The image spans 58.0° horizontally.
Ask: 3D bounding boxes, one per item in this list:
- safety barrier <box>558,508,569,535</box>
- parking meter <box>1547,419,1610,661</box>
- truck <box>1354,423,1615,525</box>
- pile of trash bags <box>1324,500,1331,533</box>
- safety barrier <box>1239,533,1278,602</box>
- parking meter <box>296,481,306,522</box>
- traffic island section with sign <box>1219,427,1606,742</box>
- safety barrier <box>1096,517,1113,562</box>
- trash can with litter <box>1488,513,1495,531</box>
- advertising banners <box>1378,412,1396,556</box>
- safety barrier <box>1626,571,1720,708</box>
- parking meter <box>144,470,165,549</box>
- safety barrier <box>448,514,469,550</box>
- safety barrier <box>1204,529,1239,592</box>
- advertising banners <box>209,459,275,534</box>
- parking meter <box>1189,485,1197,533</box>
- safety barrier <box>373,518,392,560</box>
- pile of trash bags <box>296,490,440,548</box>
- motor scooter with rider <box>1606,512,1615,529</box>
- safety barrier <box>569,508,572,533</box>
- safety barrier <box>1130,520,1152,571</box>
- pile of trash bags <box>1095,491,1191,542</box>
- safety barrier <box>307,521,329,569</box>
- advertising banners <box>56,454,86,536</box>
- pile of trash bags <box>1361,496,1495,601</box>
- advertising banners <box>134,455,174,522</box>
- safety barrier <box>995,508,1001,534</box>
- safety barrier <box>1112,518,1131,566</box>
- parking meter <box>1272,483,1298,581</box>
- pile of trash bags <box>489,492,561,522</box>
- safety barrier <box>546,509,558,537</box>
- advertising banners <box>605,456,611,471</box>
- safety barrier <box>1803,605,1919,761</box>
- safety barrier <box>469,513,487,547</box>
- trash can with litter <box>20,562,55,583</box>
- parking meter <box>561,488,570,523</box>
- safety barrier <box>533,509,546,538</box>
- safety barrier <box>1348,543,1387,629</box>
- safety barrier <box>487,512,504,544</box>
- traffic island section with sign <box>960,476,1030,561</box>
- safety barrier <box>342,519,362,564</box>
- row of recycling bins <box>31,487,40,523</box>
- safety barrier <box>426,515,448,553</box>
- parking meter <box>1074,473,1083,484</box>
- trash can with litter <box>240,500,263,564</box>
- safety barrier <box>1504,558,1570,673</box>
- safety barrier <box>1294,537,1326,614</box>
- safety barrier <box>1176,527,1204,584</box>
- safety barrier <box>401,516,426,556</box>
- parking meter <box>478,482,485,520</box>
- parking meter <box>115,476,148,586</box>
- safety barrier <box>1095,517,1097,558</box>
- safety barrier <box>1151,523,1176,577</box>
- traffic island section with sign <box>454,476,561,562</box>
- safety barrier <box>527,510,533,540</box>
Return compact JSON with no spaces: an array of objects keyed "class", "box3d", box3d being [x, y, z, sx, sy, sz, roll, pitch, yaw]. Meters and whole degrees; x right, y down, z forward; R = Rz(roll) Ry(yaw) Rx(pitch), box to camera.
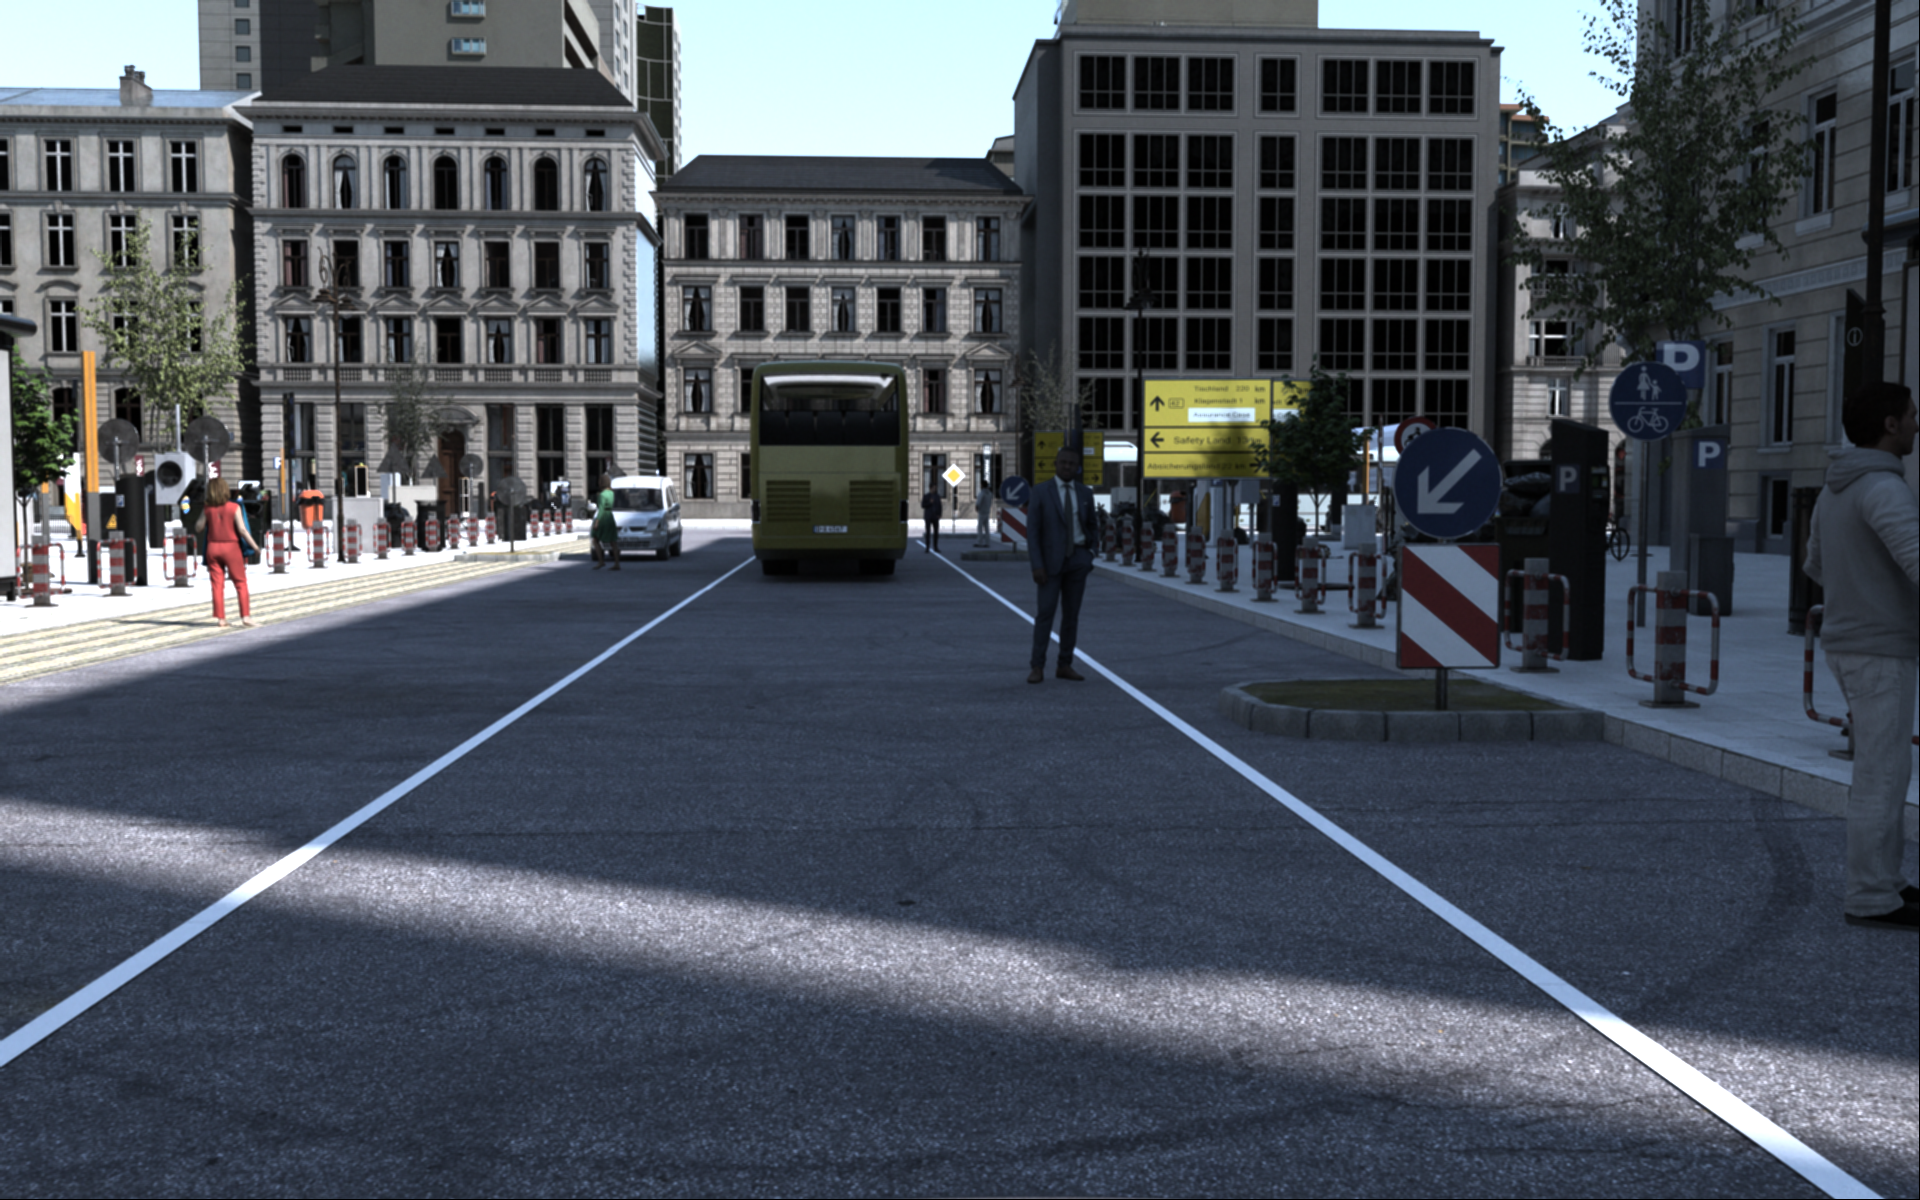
[{"class":"safety barrier","box3d":[-12.623,-2.456,54.437,0.300,0.817,1.120,0,4,-4]},{"class":"parking meter","box3d":[4.797,-0.472,13.429,0.255,1.863,0.399,-2,4,-32]},{"class":"truck","box3d":[22.535,-4.719,66.907,18.799,4.110,2.967,0,4,-2]},{"class":"pile of trash bags","box3d":[13.629,-2.894,57.066,3.447,1.369,1.912,2,4,25]},{"class":"safety barrier","box3d":[3.635,-0.390,20.660,0.300,0.817,1.120,0,4,-4]},{"class":"parking meter","box3d":[-30.286,-4.524,79.671,0.399,1.863,0.255,1,4,11]},{"class":"traffic island section with sign","box3d":[2.721,-0.144,10.984,1.989,1.847,2.006,0,4,-4]},{"class":"safety barrier","box3d":[2.860,-1.140,32.918,0.300,0.817,1.120,0,4,-4]},{"class":"trash can with litter","box3d":[9.646,-1.238,31.630,1.055,1.170,0.624,-1,4,-18]},{"class":"advertising banners","box3d":[8.993,-2.468,36.541,0.090,3.025,2.074,0,4,5]},{"class":"safety barrier","box3d":[4.282,0.235,10.435,0.300,0.817,1.120,0,4,-4]},{"class":"parking meter","box3d":[-19.020,-2.152,40.900,0.399,1.863,0.255,2,4,23]},{"class":"safety barrier","box3d":[-11.718,-1.581,40.120,0.300,0.817,1.120,0,4,-4]},{"class":"safety barrier","box3d":[3.502,-0.515,22.703,0.300,0.817,1.120,0,4,-4]},{"class":"advertising banners","box3d":[-22.702,-3.568,54.516,2.074,3.025,0.090,-2,4,-29]},{"class":"parking meter","box3d":[6.829,-2.561,50.278,0.372,1.533,0.369,0,3,0]},{"class":"safety barrier","box3d":[-11.328,-1.204,33.962,0.300,0.817,1.120,0,4,-4]},{"class":"pile of trash bags","box3d":[-14.160,-1.931,41.332,1.912,1.369,3.447,3,5,39]},{"class":"motor scooter with rider","box3d":[22.358,-3.217,61.561,1.986,1.779,0.876,0,4,-4]},{"class":"safety barrier","box3d":[-12.749,-2.581,56.479,0.300,0.817,1.120,0,4,-4]},{"class":"safety barrier","box3d":[3.116,-0.890,28.829,0.300,0.817,1.120,0,4,-4]},{"class":"pile of trash bags","box3d":[5.112,-2.335,47.927,3.447,1.369,1.912,-3,5,-41]},{"class":"safety barrier","box3d":[-11.070,-0.954,29.879,0.300,0.817,1.120,0,4,-4]},{"class":"advertising banners","box3d":[-26.852,-3.468,52.895,0.090,3.025,2.074,1,4,19]},{"class":"pile of trash bags","box3d":[6.185,-0.613,19.772,1.912,1.369,3.447,-1,4,-10]},{"class":"advertising banners","box3d":[-36.496,-5.028,78.398,0.090,3.025,2.074,2,4,23]},{"class":"safety barrier","box3d":[1.305,-2.641,57.461,0.300,0.817,1.120,0,4,-4]},{"class":"safety barrier","box3d":[2.988,-1.015,30.871,0.300,0.817,1.120,0,4,-4]},{"class":"parking meter","box3d":[4.803,-1.052,25.619,0.372,1.533,0.369,0,3,0]},{"class":"pile of trash bags","box3d":[-19.742,-4.249,79.219,3.447,1.369,1.912,-1,4,-23]},{"class":"safety barrier","box3d":[-12.495,-2.332,52.397,0.300,0.817,1.120,0,4,-4]},{"class":"advertising banners","box3d":[-15.667,-5.080,79.241,0.090,3.025,2.074,-3,5,-42]},{"class":"safety barrier","box3d":[4.411,0.360,8.392,0.300,0.817,1.120,0,4,-4]},{"class":"safety barrier","box3d":[-11.850,-1.705,42.160,0.300,0.817,1.120,0,4,-4]},{"class":"trash can with litter","box3d":[-13.719,-0.839,25.105,1.055,1.170,0.624,-1,4,-13]},{"class":"parking meter","box3d":[-17.489,-4.183,76.798,0.372,1.533,0.369,0,3,0]},{"class":"safety barrier","box3d":[-12.364,-2.207,50.357,0.300,0.817,1.120,0,4,-4]},{"class":"safety barrier","box3d":[3.893,-0.140,16.567,0.300,0.817,1.120,0,4,-4]},{"class":"safety barrier","box3d":[-11.978,-1.831,44.220,0.300,0.817,1.120,0,4,-4]},{"class":"traffic island section with sign","box3d":[1.029,-1.789,37.886,1.989,1.847,2.006,0,4,-4]},{"class":"safety barrier","box3d":[-11.199,-1.079,31.919,0.300,0.817,1.120,0,4,-4]},{"class":"row of recycling bins","box3d":[-42.292,-4.213,75.989,3.534,1.692,1.069,-1,4,-13]},{"class":"safety barrier","box3d":[-11.592,-1.455,38.070,0.300,0.817,1.120,0,4,-4]},{"class":"parking meter","box3d":[3.023,-2.433,45.484,0.255,1.863,0.399,3,5,39]},{"class":"trash can with litter","box3d":[-13.138,-1.236,31.596,0.624,1.170,1.055,-3,5,-40]},{"class":"safety barrier","box3d":[4.151,0.109,12.488,0.300,0.817,1.120,0,4,-4]},{"class":"safety barrier","box3d":[3.763,-0.266,18.620,0.300,0.817,1.120,0,4,-4]},{"class":"safety barrier","box3d":[3.375,-0.640,24.743,0.300,0.817,1.120,0,4,-4]},{"class":"safety barrier","box3d":[-11.457,-1.330,36.022,0.300,0.817,1.120,0,4,-4]},{"class":"parking meter","box3d":[-23.612,-4.877,85.454,0.255,1.863,0.399,-1,4,-19]},{"class":"parking meter","box3d":[-11.574,-0.965,24.193,0.372,1.533,0.369,0,3,0]},{"class":"safety barrier","box3d":[2.727,-1.265,34.961,0.300,0.817,1.120,0,4,-4]},{"class":"safety barrier","box3d":[3.244,-0.765,26.783,0.300,0.817,1.120,0,4,-4]},{"class":"traffic island section with sign","box3d":[-9.691,-1.754,37.304,1.989,1.847,2.006,0,4,-4]},{"class":"safety barrier","box3d":[-12.236,-2.082,48.312,0.300,0.817,1.120,0,4,-4]}]
